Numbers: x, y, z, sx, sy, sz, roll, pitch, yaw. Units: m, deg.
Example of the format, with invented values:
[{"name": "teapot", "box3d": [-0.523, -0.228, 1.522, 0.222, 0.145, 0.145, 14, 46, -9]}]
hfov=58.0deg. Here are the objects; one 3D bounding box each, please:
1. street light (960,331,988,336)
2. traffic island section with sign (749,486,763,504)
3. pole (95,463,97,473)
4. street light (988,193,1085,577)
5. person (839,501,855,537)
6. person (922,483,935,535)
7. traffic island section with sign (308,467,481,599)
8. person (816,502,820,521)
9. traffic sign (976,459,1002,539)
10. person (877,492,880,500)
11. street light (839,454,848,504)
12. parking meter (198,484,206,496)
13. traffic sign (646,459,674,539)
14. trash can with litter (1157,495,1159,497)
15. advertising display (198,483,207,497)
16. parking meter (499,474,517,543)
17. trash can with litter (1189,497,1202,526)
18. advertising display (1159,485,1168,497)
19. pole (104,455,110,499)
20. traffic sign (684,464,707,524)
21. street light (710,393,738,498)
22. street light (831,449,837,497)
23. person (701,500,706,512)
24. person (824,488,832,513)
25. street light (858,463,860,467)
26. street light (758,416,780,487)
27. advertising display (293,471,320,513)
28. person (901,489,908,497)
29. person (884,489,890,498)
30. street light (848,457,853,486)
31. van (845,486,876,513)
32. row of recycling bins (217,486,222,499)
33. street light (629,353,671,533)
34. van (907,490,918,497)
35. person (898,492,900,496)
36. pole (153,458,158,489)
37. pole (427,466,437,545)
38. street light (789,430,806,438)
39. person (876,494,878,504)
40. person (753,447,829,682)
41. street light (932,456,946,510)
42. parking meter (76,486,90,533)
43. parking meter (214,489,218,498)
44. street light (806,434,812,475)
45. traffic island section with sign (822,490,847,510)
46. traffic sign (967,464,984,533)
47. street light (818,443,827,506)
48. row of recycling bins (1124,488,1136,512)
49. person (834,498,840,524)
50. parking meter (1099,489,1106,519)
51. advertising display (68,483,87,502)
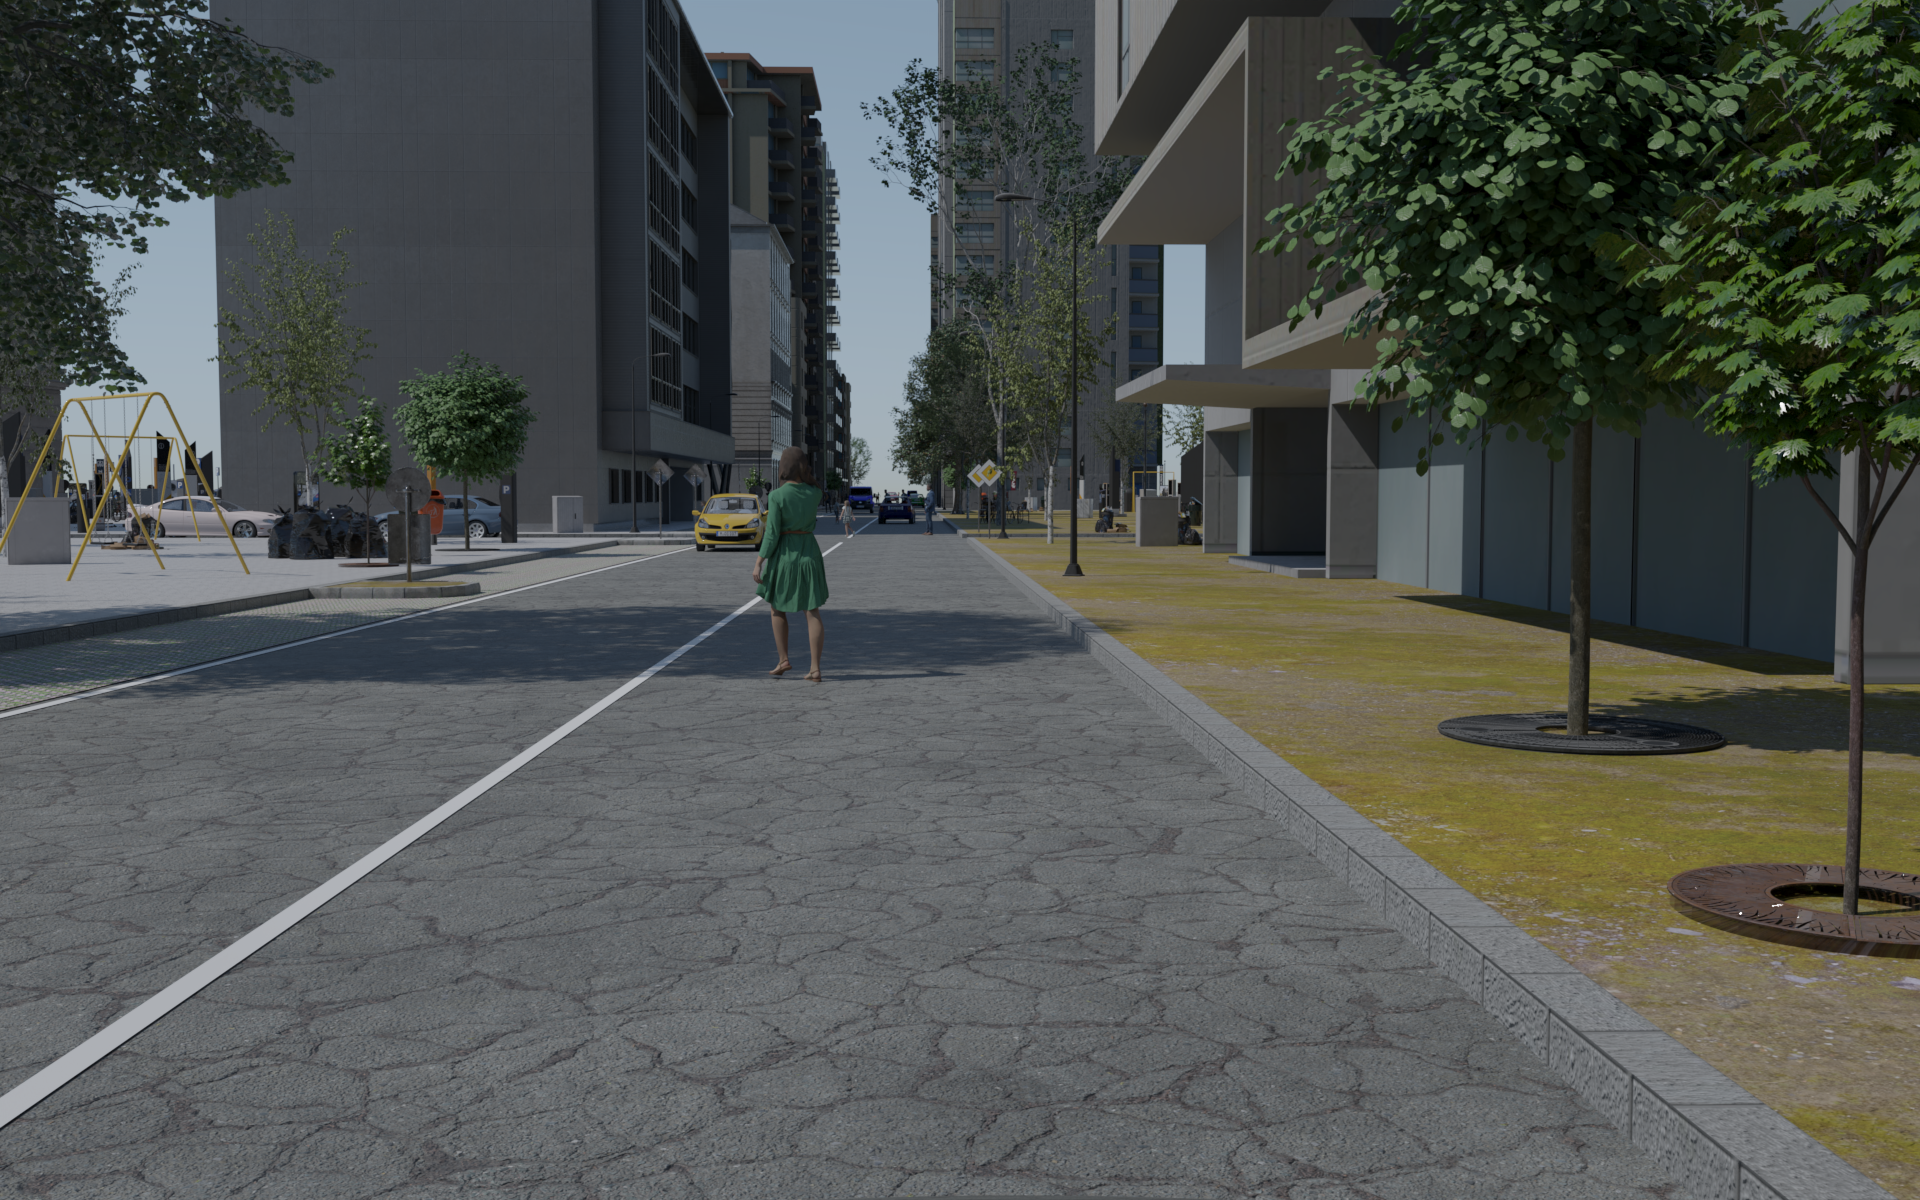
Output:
[{"name": "street light", "box3d": [0.700, -4.714, 49.611, 1.470, 5.913, 1.316, 0, 4, -2]}, {"name": "traffic island section with sign", "box3d": [-9.425, -4.388, 80.371, 1.989, 1.847, 2.006, 0, 4, -2]}, {"name": "pole", "box3d": [-57.365, -7.418, 115.126, 0.158, 3.312, 0.155, 0, 3, 0]}, {"name": "street light", "box3d": [1.237, -3.326, 26.924, 1.470, 5.913, 1.316, 0, 4, -2]}, {"name": "person", "box3d": [-3.785, -2.727, 58.096, 0.505, 1.210, 0.382, -2, 4, -35]}, {"name": "person", "box3d": [-1.064, -3.156, 60.278, 0.419, 1.800, 0.721, -1, 4, -13]}, {"name": "traffic island section with sign", "box3d": [-7.904, -0.970, 24.489, 1.989, 1.847, 2.006, 0, 4, -2]}, {"name": "person", "box3d": [-7.426, -4.828, 87.556, 0.853, 1.813, 0.709, 3, 5, 40]}, {"name": "traffic sign", "box3d": [0.842, -2.815, 49.665, 0.795, 2.450, 0.064, 0, 4, -2]}, {"name": "person", "box3d": [-13.078, -16.326, 276.145, 0.721, 1.735, 1.217, 3, 5, 40]}, {"name": "street light", "box3d": [-14.105, -14.020, 201.775, 1.470, 5.913, 1.316, 0, 4, -2]}, {"name": "parking meter", "box3d": [-41.346, -5.423, 94.376, 0.255, 1.863, 0.399, 3, 5, 43]}, {"name": "traffic sign", "box3d": [-8.550, -2.801, 49.431, 0.795, 2.450, 0.064, 0, 4, -2]}, {"name": "trash can with litter", "box3d": [14.821, -7.349, 131.208, 1.678, 1.210, 2.233, -2, 4, -33]}, {"name": "advertising display", "box3d": [-43.495, -5.712, 98.604, 0.123, 1.923, 0.974, 2, 4, 34]}, {"name": "parking meter", "box3d": [-11.803, -2.419, 45.258, 0.399, 1.863, 0.255, 1, 4, 12]}, {"name": "trash can with litter", "box3d": [9.635, -3.528, 69.074, 1.055, 1.170, 0.624, 1, 4, 9]}, {"name": "advertising display", "box3d": [14.724, -7.310, 124.727, 0.123, 1.923, 0.974, -2, 4, -34]}, {"name": "pole", "box3d": [-45.036, -5.971, 91.465, 0.158, 3.312, 0.155, 0, 3, 0]}, {"name": "traffic sign", "box3d": [-8.766, -3.289, 57.414, 0.795, 2.450, 0.064, 0, 4, -2]}, {"name": "street light", "box3d": [-10.911, -6.555, 79.715, 1.470, 5.913, 1.316, 0, 4, -2]}, {"name": "street light", "box3d": [-13.568, -12.643, 179.248, 1.470, 5.913, 1.316, 0, 4, -2]}, {"name": "person", "box3d": [-8.856, -2.868, 60.408, 0.382, 1.210, 0.505, -2, 4, -27]}, {"name": "person", "box3d": [-9.989, -7.513, 130.697, 0.648, 1.900, 0.474, 1, 4, 9]}, {"name": "street light", "box3d": [-15.720, -17.697, 261.886, 1.470, 5.913, 1.316, 0, 4, -2]}, {"name": "street light", "box3d": [-11.332, -7.946, 102.461, 1.470, 5.913, 1.316, 0, 4, -2]}, {"name": "advertising display", "box3d": [-18.519, -2.685, 49.114, 0.123, 1.923, 0.974, 1, 4, 18]}, {"name": "person", "box3d": [-4.004, -7.061, 124.302, 0.623, 1.781, 0.721, 1, 4, 13]}, {"name": "person", "box3d": [-5.390, -7.255, 127.472, 0.721, 1.781, 0.623, -2, 4, -24]}, {"name": "street light", "box3d": [-14.476, -14.942, 216.837, 1.470, 5.913, 1.316, 0, 4, -2]}, {"name": "van", "box3d": [-7.413, -7.668, 129.754, 2.240, 2.365, 5.245, 0, 4, -2]}, {"name": "row of recycling bins", "box3d": [-34.281, -4.689, 83.775, 3.534, 1.692, 1.069, 1, 4, 8]}, {"name": "street light", "box3d": [-10.224, -5.177, 57.192, 1.470, 5.913, 1.316, 0, 4, -2]}, {"name": "van", "box3d": [-7.817, -17.035, 282.904, 2.240, 2.365, 5.245, 0, 4, -2]}, {"name": "person", "box3d": [-9.607, -15.865, 268.614, 0.721, 1.743, 1.217, 0, 4, 7]}, {"name": "pole", "box3d": [-44.922, -6.297, 96.806, 0.158, 3.312, 0.155, 0, 3, 0]}, {"name": "pole", "box3d": [-13.258, -3.034, 43.452, 0.158, 3.312, 0.155, 0, 3, 0]}, {"name": "street light", "box3d": [-12.079, -9.324, 124.982, 1.470, 5.913, 1.316, 0, 4, -2]}, {"name": "person", "box3d": [-11.747, -14.166, 243.375, 0.557, 1.426, 1.065, 1, 4, 22]}, {"name": "person", "box3d": [-1.268, -0.279, 13.308, 0.600, 1.795, 0.529, -3, 5, -41]}, {"name": "street light", "box3d": [-1.811, -10.287, 140.733, 1.470, 5.913, 1.316, 0, 4, -2]}, {"name": "parking meter", "box3d": [-28.833, -2.969, 56.949, 0.372, 1.533, 0.369, 0, 3, 0]}, {"name": "parking meter", "box3d": [-37.392, -4.824, 87.286, 0.372, 1.533, 0.369, 0, 3, 0]}, {"name": "street light", "box3d": [-12.288, -9.876, 134.011, 1.470, 5.913, 1.316, 0, 4, -2]}, {"name": "traffic island section with sign", "box3d": [-11.506, -9.086, 157.188, 1.989, 1.847, 2.006, 0, 4, -2]}, {"name": "traffic sign", "box3d": [0.625, -3.303, 57.647, 0.795, 2.450, 0.064, 0, 4, -2]}, {"name": "street light", "box3d": [-12.898, -11.254, 156.536, 1.470, 5.913, 1.316, 0, 4, -2]}, {"name": "row of recycling bins", "box3d": [12.201, -7.226, 125.252, 1.069, 1.692, 3.534, 0, 4, 2]}, {"name": "person", "box3d": [-5.854, -4.250, 82.676, 0.352, 1.250, 0.332, 1, 4, 16]}, {"name": "parking meter", "box3d": [7.476, -5.040, 90.813, 0.372, 1.533, 0.369, 0, 3, 0]}, {"name": "advertising display", "box3d": [-50.851, -5.789, 99.864, 0.974, 1.923, 0.123, -1, 4, -12]}]
